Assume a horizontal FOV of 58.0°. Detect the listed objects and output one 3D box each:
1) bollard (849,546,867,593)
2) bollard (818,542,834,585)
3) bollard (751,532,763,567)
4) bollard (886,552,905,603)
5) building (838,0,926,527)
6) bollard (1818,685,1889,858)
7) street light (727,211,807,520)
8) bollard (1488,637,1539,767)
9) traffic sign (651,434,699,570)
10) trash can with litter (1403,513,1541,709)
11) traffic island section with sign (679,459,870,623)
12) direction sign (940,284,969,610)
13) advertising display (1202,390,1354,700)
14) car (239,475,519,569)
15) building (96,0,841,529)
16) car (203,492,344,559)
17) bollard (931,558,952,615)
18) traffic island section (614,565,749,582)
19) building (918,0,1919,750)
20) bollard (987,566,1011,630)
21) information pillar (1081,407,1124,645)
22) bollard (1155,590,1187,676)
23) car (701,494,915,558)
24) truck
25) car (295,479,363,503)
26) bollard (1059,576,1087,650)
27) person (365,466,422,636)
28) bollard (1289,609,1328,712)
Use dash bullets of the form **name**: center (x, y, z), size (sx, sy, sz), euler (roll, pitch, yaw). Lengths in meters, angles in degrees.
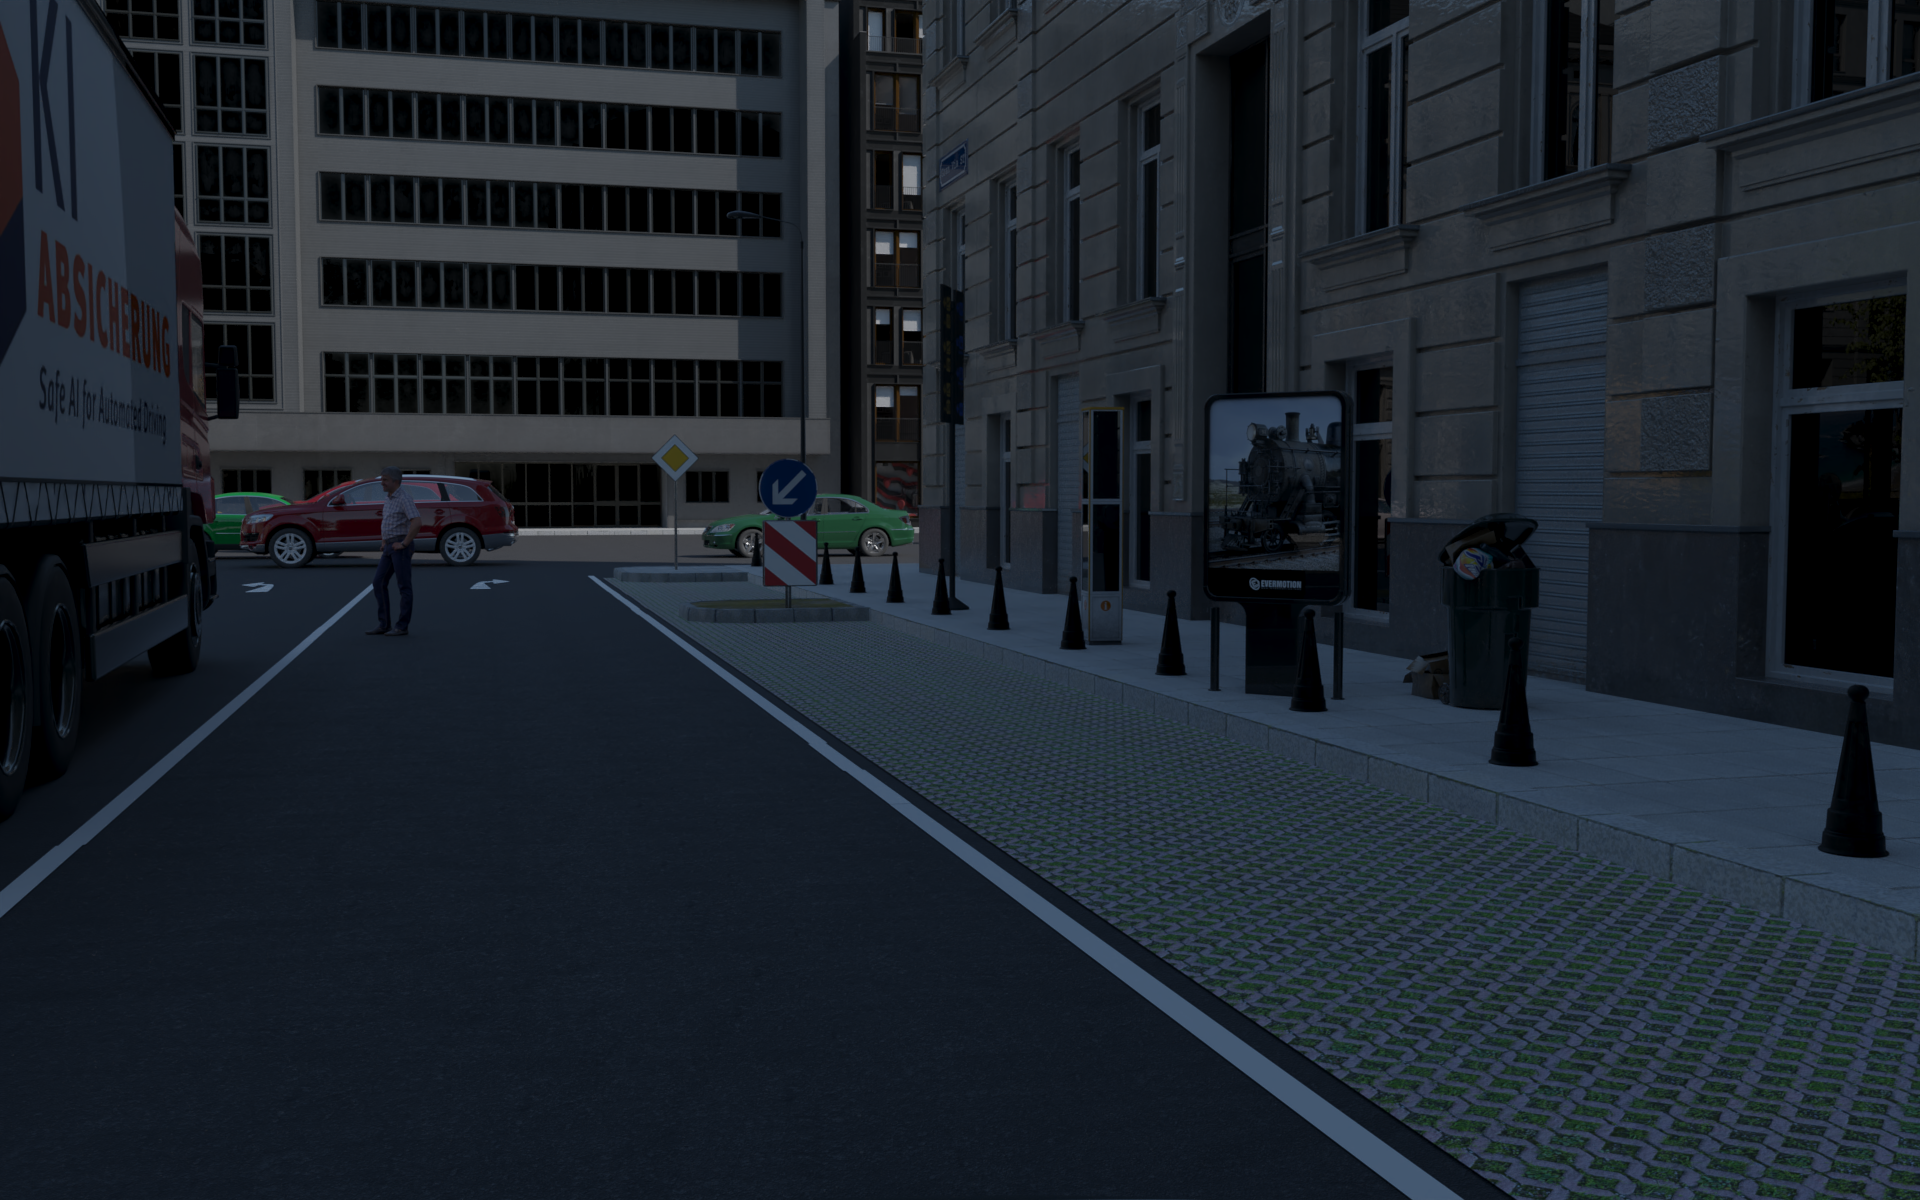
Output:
- **bollard**: center (-1.328, -0.396, 22.514), size (0.229, 0.601, 0.229), euler (0, 3, 0)
- **bollard**: center (-1.896, -0.521, 24.562), size (0.229, 0.601, 0.229), euler (0, 3, 0)
- **bollard**: center (-3.599, -0.895, 30.677), size (0.229, 0.601, 0.229), euler (0, 3, 0)
- **bollard**: center (-0.765, -0.271, 20.472), size (0.229, 0.601, 0.229), euler (0, 3, 0)
- **building**: center (2.236, -14.894, 73.193), size (15.834, 23.373, 12.332), euler (-1, 4, -15)
- **bollard**: center (3.204, 0.602, 6.193), size (0.229, 0.601, 0.229), euler (0, 3, 0)
- **street light**: center (-3.142, -3.436, 28.725), size (1.470, 5.913, 1.316), euler (-1, 4, -15)
- **bollard**: center (2.636, 0.478, 8.232), size (0.229, 0.601, 0.229), euler (0, 3, 0)
- **traffic sign**: center (-4.812, -1.568, 29.281), size (0.795, 2.450, 0.064), euler (-1, 4, -15)
- **trash can with litter**: center (3.072, 0.046, 10.642), size (0.624, 1.170, 1.055), euler (-1, 4, -16)
- **traffic island section with sign**: center (-2.218, -0.700, 20.081), size (1.989, 1.847, 2.006), euler (-1, 4, -15)
- **direction sign**: center (-0.086, -1.661, 19.160), size (0.379, 3.537, 0.876), euler (1, 4, 15)
- **advertising display**: center (2.009, -0.355, 11.011), size (0.974, 1.923, 0.123), euler (2, 4, 34)
- **car**: center (-11.575, -1.591, 34.685), size (5.304, 1.827, 2.281), euler (-1, 4, -16)
- **building**: center (-20.454, -15.192, 67.463), size (30.058, 24.678, 14.314), euler (-1, 4, -15)
- **car**: center (-15.582, -1.835, 38.793), size (4.718, 1.807, 1.959), euler (-1, 4, -17)
- **bollard**: center (-0.198, -0.146, 18.435), size (0.229, 0.601, 0.229), euler (0, 3, 0)
- **traffic island section**: center (-4.792, -0.433, 29.364), size (2.009, 0.180, 2.903), euler (-1, 4, -15)
- **building**: center (7.997, -13.464, 17.394), size (12.463, 27.353, 25.104), euler (-1, 4, -15)
- **bollard**: center (0.367, -0.022, 16.399), size (0.229, 0.601, 0.229), euler (0, 3, 0)
- **information pillar**: center (1.213, -0.629, 14.776), size (0.304, 2.012, 0.304), euler (-1, 4, -9)
- **bollard**: center (1.501, 0.229, 12.305), size (0.229, 0.601, 0.229), euler (0, 3, 0)
- **car**: center (-3.505, -1.726, 40.017), size (4.920, 1.459, 2.131), euler (-1, 4, -16)
- **truck**: center (-6.271, -1.310, 10.338), size (2.839, 4.237, 11.283), euler (-1, 4, -17)
- **car**: center (-15.057, -2.129, 43.489), size (5.304, 1.827, 2.281), euler (-1, 4, -16)
- **bollard**: center (0.938, 0.104, 14.342), size (0.229, 0.601, 0.229), euler (0, 3, 0)
- **person**: center (-5.745, -0.494, 17.517), size (0.436, 1.711, 0.756), euler (-2, 4, -35)
- **bollard**: center (2.070, 0.353, 10.270), size (0.229, 0.601, 0.229), euler (0, 3, 0)
